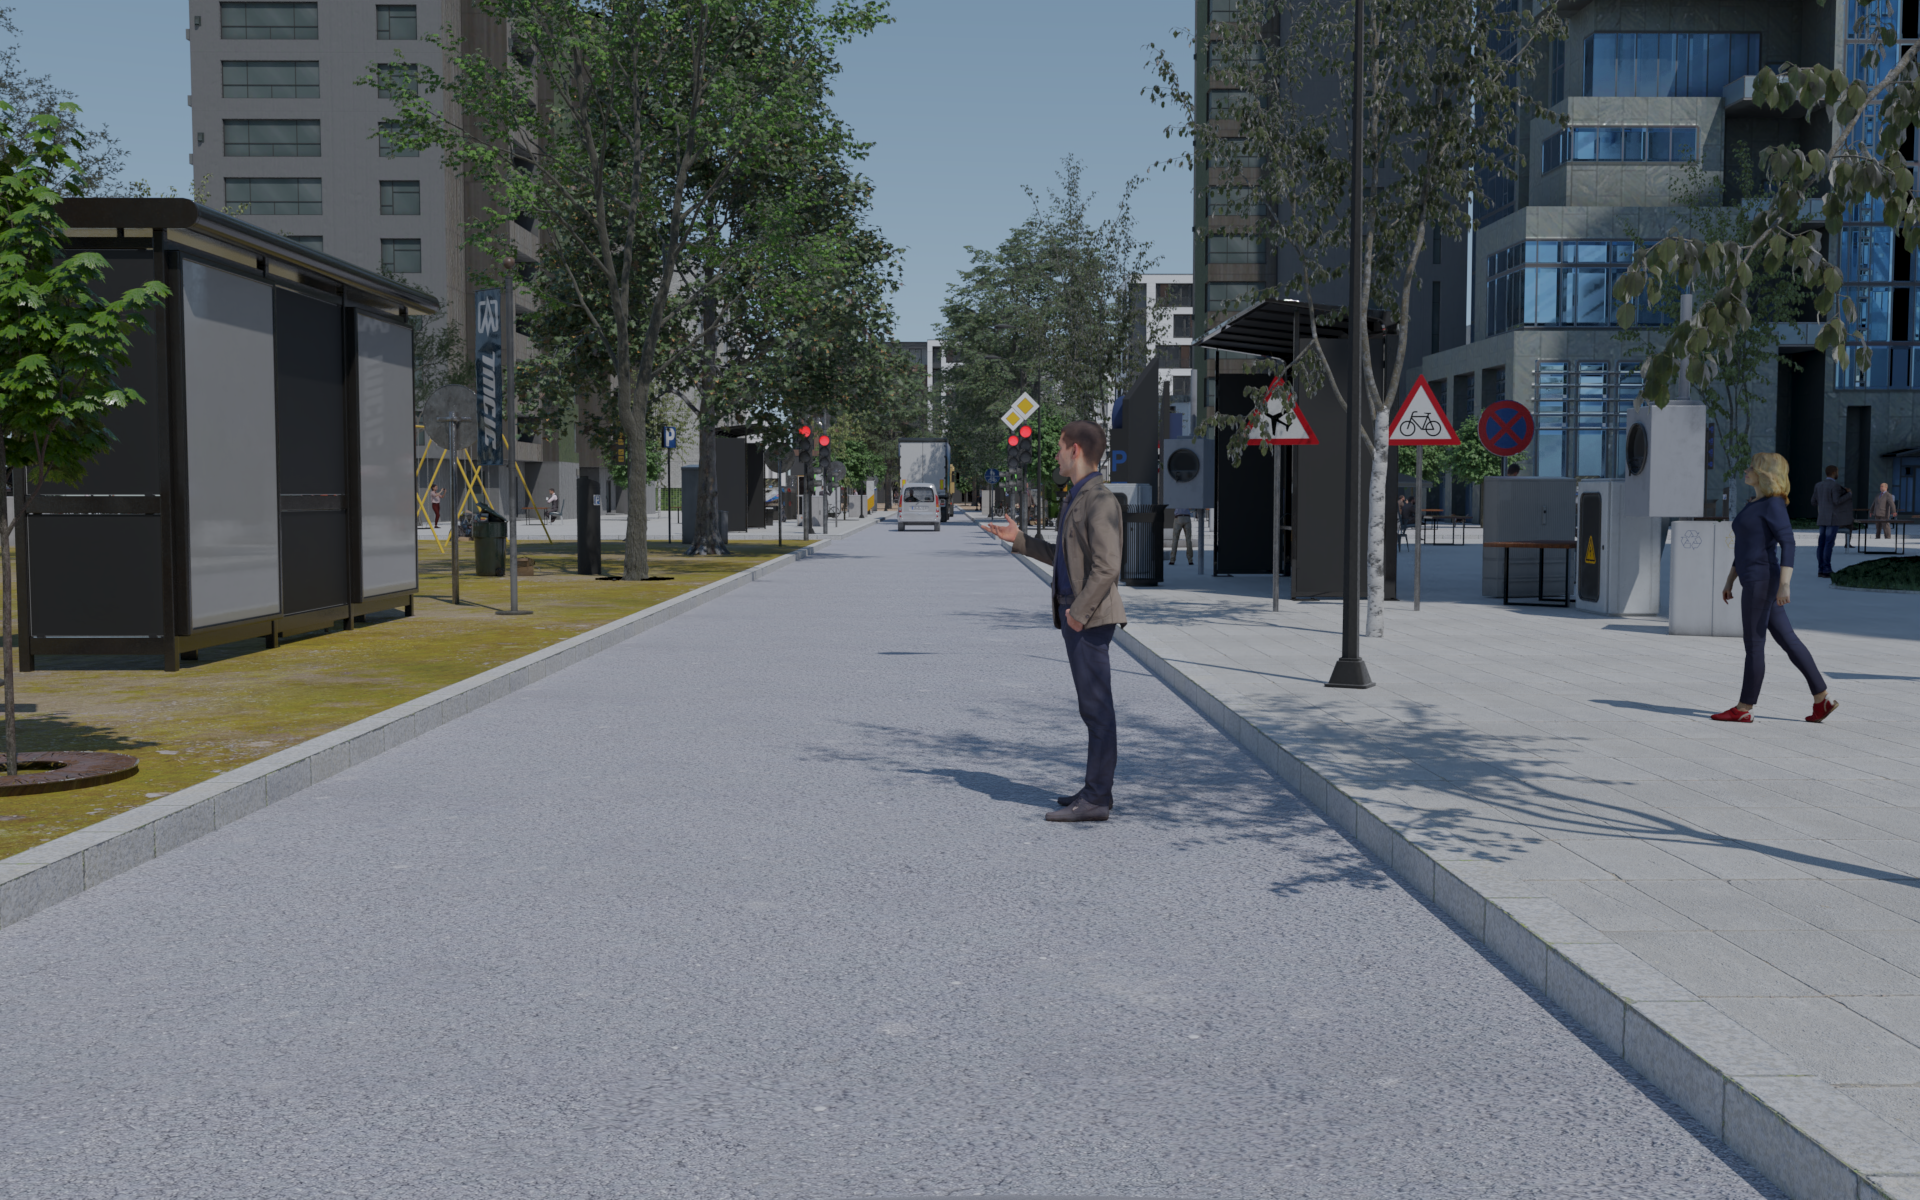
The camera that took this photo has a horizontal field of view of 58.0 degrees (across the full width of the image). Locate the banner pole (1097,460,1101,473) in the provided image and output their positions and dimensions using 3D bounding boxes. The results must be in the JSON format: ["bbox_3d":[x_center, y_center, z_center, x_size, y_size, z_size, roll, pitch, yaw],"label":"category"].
[{"bbox_3d":[5.042,-4.594,65.121,0.401,3.779,0.863,3,5,45],"label":"banner pole"}]

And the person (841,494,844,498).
[{"bbox_3d":[-10.197,-8.373,142.925,1.348,1.826,0.705,0,4,0],"label":"person"}]

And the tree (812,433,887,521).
[{"bbox_3d":[-5.708,-6.149,84.248,4.285,4.588,4.351,0,3,0],"label":"tree"}]

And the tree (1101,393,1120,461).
[{"bbox_3d":[12.048,-10.567,123.136,4.737,8.622,4.395,0,3,0],"label":"tree"}]

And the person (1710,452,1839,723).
[{"bbox_3d":[4.574,-0.068,9.702,0.613,1.512,0.480,0,4,-3],"label":"person"}]

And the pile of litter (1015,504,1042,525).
[{"bbox_3d":[3.040,-3.535,71.770,1.719,0.858,1.176,0,4,-8],"label":"pile of litter"}]

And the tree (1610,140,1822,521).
[{"bbox_3d":[15.652,-5.201,35.394,4.737,8.622,4.395,0,3,0],"label":"tree"}]

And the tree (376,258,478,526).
[{"bbox_3d":[-22.004,-8.237,69.095,7.601,10.594,8.767,0,4,8],"label":"tree"}]

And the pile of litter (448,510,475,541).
[{"bbox_3d":[-13.341,-2.059,47.636,1.176,0.858,1.719,3,5,44],"label":"pile of litter"}]

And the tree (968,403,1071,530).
[{"bbox_3d":[2.994,-4.815,62.443,4.285,4.588,4.351,0,3,0],"label":"tree"}]

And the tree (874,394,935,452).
[{"bbox_3d":[-6.673,-18.112,206.503,12.009,13.543,11.850,0,3,0],"label":"tree"}]

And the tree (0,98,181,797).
[{"bbox_3d":[-4.317,-0.808,7.821,1.663,3.219,1.824,0,3,0],"label":"tree"}]

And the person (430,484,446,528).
[{"bbox_3d":[-19.498,-3.500,64.724,0.517,1.644,0.566,-3,4,-36],"label":"person"}]

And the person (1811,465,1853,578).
[{"bbox_3d":[13.386,-1.205,26.564,0.431,1.722,0.655,0,4,-3],"label":"person"}]

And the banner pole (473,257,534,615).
[{"bbox_3d":[-4.939,-1.745,18.545,0.863,3.779,0.401,3,5,40],"label":"banner pole"}]

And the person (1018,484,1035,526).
[{"bbox_3d":[2.700,-3.864,69.768,0.990,1.755,0.434,-3,5,-44],"label":"person"}]

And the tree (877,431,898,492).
[{"bbox_3d":[-7.294,-13.964,178.666,4.360,8.622,3.978,0,3,0],"label":"tree"}]

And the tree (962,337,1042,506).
[{"bbox_3d":[2.398,-12.588,122.825,9.611,12.733,9.660,0,3,0],"label":"tree"}]

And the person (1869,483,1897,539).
[{"bbox_3d":[27.771,-2.636,52.156,0.434,1.755,0.990,-1,4,-14],"label":"person"}]

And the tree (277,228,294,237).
[{"bbox_3d":[-18.706,-5.793,45.072,4.360,8.622,3.978,0,3,0],"label":"tree"}]

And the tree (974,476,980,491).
[{"bbox_3d":[1.439,-11.411,136.933,4.360,8.622,3.978,0,3,0],"label":"tree"}]

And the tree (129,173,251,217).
[{"bbox_3d":[-18.122,-5.467,39.745,4.737,8.622,4.395,0,3,0],"label":"tree"}]

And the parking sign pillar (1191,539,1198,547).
[{"bbox_3d":[5.086,-3.274,41.994,1.447,3.967,1.447,0,4,2],"label":"parking sign pillar"}]

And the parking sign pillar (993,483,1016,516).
[{"bbox_3d":[2.572,-6.914,101.513,1.447,3.967,1.447,3,4,36],"label":"parking sign pillar"}]

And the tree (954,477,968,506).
[{"bbox_3d":[2.417,-6.495,89.910,4.285,4.588,4.351,0,3,0],"label":"tree"}]

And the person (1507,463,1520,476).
[{"bbox_3d":[8.776,-1.296,27.682,0.568,1.767,0.683,-2,4,-29],"label":"person"}]

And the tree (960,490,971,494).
[{"bbox_3d":[0.439,-12.331,196.212,1.663,3.219,1.824,0,3,0],"label":"tree"}]

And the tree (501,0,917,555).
[{"bbox_3d":[-5.267,-7.311,36.542,9.611,12.733,9.660,0,3,0],"label":"tree"}]

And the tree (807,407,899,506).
[{"bbox_3d":[-5.685,-7.646,75.379,4.737,8.622,4.395,0,3,0],"label":"tree"}]

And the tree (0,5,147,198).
[{"bbox_3d":[-19.739,-7.331,30.234,12.009,13.543,11.850,0,3,0],"label":"tree"}]

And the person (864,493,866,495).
[{"bbox_3d":[-11.054,-11.708,200.734,0.557,1.426,1.065,0,4,-3],"label":"person"}]

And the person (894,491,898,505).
[{"bbox_3d":[-7.194,-11.470,195.049,0.415,1.643,0.593,1,4,22],"label":"person"}]

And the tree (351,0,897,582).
[{"bbox_3d":[-4.778,-6.087,25.283,9.928,11.665,9.643,0,3,0],"label":"tree"}]

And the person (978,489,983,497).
[{"bbox_3d":[2.523,-11.636,196.319,0.705,1.821,1.348,-3,5,-41],"label":"person"}]

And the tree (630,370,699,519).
[{"bbox_3d":[-15.314,-8.498,89.302,4.737,8.622,4.395,0,3,0],"label":"tree"}]

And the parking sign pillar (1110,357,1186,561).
[{"bbox_3d":[3.402,-2.773,33.807,1.447,3.967,1.447,2,4,32],"label":"parking sign pillar"}]

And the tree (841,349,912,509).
[{"bbox_3d":[-6.000,-14.700,147.000,9.857,13.997,8.962,0,3,0],"label":"tree"}]

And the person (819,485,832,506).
[{"bbox_3d":[-6.255,-4.507,80.536,0.445,1.727,0.742,3,5,41],"label":"person"}]

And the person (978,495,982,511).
[{"bbox_3d":[1.746,-7.619,133.846,0.697,1.427,0.421,-1,4,-12],"label":"person"}]

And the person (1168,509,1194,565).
[{"bbox_3d":[4.013,-1.422,31.360,0.516,1.574,0.319,1,4,9],"label":"person"}]

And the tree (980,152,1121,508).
[{"bbox_3d":[2.904,-5.323,37.400,4.360,8.622,3.978,0,3,0],"label":"tree"}]

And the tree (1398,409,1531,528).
[{"bbox_3d":[19.704,-4.973,65.030,4.285,4.588,4.351,0,3,0],"label":"tree"}]

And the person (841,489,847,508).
[{"bbox_3d":[-10.582,-9.406,159.458,0.705,1.869,1.348,-2,4,-26],"label":"person"}]

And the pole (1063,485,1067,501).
[{"bbox_3d":[3.976,-4.418,66.084,0.158,3.312,0.155,0,3,0],"label":"pole"}]

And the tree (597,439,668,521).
[{"bbox_3d":[-15.852,-6.132,83.975,4.285,4.588,4.351,0,3,0],"label":"tree"}]

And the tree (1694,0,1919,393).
[{"bbox_3d":[3.314,-3.351,5.158,4.360,8.622,3.978,0,3,0],"label":"tree"}]

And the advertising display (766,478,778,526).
[{"bbox_3d":[-7.725,-3.953,69.850,0.974,1.923,0.123,0,4,-6],"label":"advertising display"}]

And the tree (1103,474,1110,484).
[{"bbox_3d":[8.312,-5.687,87.587,1.663,3.219,1.824,0,3,0],"label":"tree"}]

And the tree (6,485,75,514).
[{"bbox_3d":[-60.840,-12.202,101.325,13.155,14.587,18.604,-1,4,-11],"label":"tree"}]

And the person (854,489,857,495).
[{"bbox_3d":[-9.649,-9.312,159.229,0.436,1.711,0.756,-1,4,-11],"label":"person"}]

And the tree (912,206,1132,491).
[{"bbox_3d":[2.916,-10.494,78.239,9.857,13.997,8.962,0,3,0],"label":"tree"}]

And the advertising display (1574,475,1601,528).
[{"bbox_3d":[21.721,-3.353,60.031,0.123,1.923,0.974,-3,4,-38],"label":"advertising display"}]
